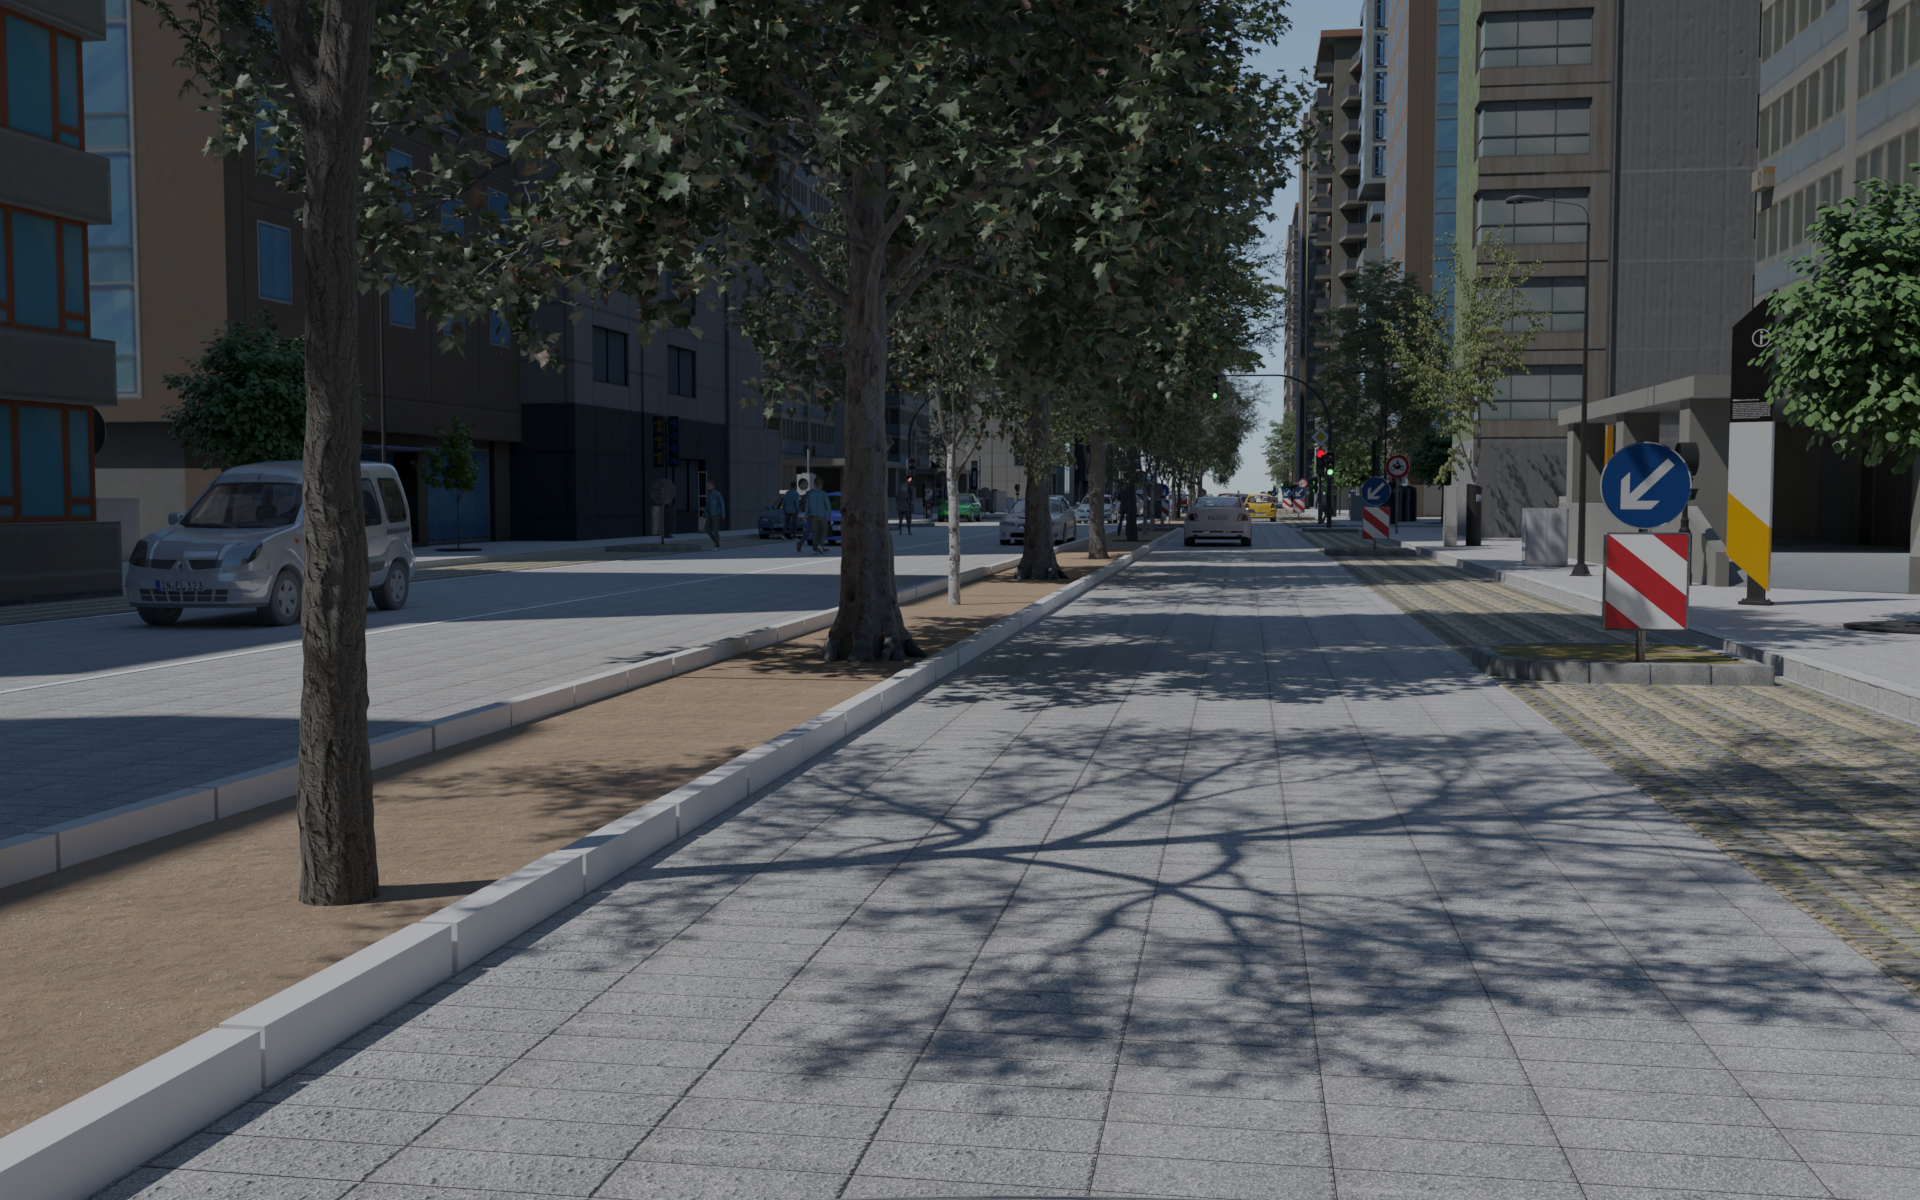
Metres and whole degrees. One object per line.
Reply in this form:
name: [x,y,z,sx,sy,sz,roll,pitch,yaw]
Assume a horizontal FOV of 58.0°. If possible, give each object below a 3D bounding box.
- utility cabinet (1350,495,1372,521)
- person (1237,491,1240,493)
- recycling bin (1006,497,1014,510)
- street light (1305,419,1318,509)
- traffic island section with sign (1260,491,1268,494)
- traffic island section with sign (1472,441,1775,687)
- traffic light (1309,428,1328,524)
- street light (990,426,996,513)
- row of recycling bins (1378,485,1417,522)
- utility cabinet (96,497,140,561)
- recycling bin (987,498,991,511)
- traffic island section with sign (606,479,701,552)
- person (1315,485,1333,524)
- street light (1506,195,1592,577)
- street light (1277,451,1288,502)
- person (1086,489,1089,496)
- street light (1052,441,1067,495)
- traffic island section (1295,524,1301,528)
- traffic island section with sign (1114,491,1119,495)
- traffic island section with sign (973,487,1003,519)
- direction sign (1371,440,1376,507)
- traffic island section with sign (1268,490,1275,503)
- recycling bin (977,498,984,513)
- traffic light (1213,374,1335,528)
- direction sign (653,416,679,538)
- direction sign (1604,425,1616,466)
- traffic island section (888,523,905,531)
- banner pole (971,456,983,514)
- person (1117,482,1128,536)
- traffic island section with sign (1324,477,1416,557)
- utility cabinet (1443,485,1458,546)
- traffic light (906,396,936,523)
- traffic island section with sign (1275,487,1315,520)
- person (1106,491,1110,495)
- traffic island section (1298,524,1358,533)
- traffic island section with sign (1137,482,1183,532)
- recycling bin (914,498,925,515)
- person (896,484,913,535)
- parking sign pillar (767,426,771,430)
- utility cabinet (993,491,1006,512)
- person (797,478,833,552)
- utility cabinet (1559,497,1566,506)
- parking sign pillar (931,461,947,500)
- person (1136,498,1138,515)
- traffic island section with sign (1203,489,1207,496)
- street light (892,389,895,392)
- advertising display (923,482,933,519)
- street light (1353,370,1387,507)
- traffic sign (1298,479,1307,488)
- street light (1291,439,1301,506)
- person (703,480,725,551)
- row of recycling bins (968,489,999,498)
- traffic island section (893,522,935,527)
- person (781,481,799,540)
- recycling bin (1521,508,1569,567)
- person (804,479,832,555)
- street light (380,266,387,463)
utility cabinet: [19.214,-4.391,82.948,1.020,1.237,0.306,0,4,2]
person: [31.288,-11.402,194.864,0.705,1.831,1.348,0,4,4]
recycling bin: [3.930,-7.858,141.026,0.722,1.027,0.722,3,5,44]
street light: [22.352,-8.274,107.816,1.470,5.913,1.316,1,4,9]
traffic island section with sign: [31.109,-10.006,172.225,1.989,1.847,2.006,1,4,9]
traffic island section with sign: [5.204,-0.322,13.891,1.989,1.847,2.006,1,4,9]
traffic light: [15.226,-5.162,73.318,0.839,4.253,0.868,1,4,9]
street light: [2.660,-8.713,115.004,1.470,5.913,1.316,1,4,9]
row of recycling bins: [20.260,-4.479,80.351,1.069,1.692,3.534,2,4,34]
utility cabinet: [-16.166,-1.335,32.986,0.306,1.237,1.020,2,4,28]
recycling bin: [2.205,-6.822,124.094,0.722,1.027,0.722,2,4,30]
traffic island section with sign: [-7.601,-2.131,43.467,1.989,1.847,2.006,1,4,9]
person: [16.079,-4.153,76.528,0.709,1.813,0.853,-1,4,-17]
street light: [9.188,-3.333,27.037,1.470,5.913,1.316,1,4,9]
street light: [34.898,-12.978,184.732,1.470,5.913,1.316,1,4,9]
person: [8.453,-6.395,113.291,0.478,1.798,0.641,1,4,23]
street light: [8.659,-10.969,151.876,1.470,5.913,1.316,1,4,9]
traffic island section: [15.264,-3.128,73.425,2.009,0.180,2.903,1,4,9]
traffic island section with sign: [18.266,-11.805,201.640,1.989,1.847,2.006,1,4,9]
traffic island section with sign: [1.425,-5.508,98.686,1.989,1.847,2.006,1,4,9]
direction sign: [17.560,-4.988,73.548,0.379,3.537,0.876,1,4,23]
traffic island section with sign: [23.002,-6.976,122.681,1.989,1.847,2.006,1,4,9]
recycling bin: [1.146,-6.476,118.434,0.722,1.027,0.722,-3,5,-44]
traffic light: [11.858,-5.564,65.633,4.771,5.953,1.251,1,4,9]
direction sign: [-8.532,-3.568,50.331,0.876,3.537,0.379,2,4,24]
direction sign: [18.124,-3.451,48.416,0.876,3.537,0.379,1,4,13]
traffic island section: [-3.534,-2.821,68.403,2.009,0.180,2.903,1,4,9]
banner pole: [1.099,-7.589,114.098,0.863,3.779,0.401,1,4,23]
person: [5.661,-3.113,59.207,0.655,1.846,0.447,2,4,30]
traffic island section with sign: [9.550,-1.949,40.495,1.989,1.847,2.006,1,4,9]
utility cabinet: [12.039,-2.073,42.567,0.318,1.500,1.173,1,4,14]
traffic light: [-0.128,-6.188,75.840,4.771,5.953,1.251,1,4,9]
traffic island section with sign: [18.540,-5.309,95.428,1.989,1.847,2.006,1,4,9]
person: [16.079,-10.945,188.129,1.217,1.739,0.721,0,4,-5]
traffic island section: [13.975,-2.646,65.545,2.009,0.180,2.903,1,4,9]
traffic island section with sign: [7.450,-3.591,66.851,2.006,1.907,1.989,1,4,9]
recycling bin: [-2.488,-5.883,108.737,0.722,1.027,0.722,1,4,9]
person: [-1.971,-3.172,60.542,0.537,1.800,0.526,2,4,32]
parking sign pillar: [-7.841,-4.892,68.451,1.447,3.967,1.447,1,4,12]
utility cabinet: [2.793,-6.971,122.657,0.318,1.500,1.173,3,4,37]
person: [-3.575,-2.082,42.499,0.822,1.834,0.622,2,4,27]
utility cabinet: [15.296,-1.937,42.824,1.020,1.237,0.306,-2,4,-25]
parking sign pillar: [-1.479,-9.487,143.583,1.447,3.967,1.447,2,4,31]
person: [10.533,-5.580,104.754,0.505,1.210,0.382,3,5,44]
traffic island section with sign: [20.777,-8.574,148.317,2.006,1.907,1.989,1,4,9]
street light: [-3.564,-6.372,76.724,1.470,5.913,1.316,1,4,9]
advertising display: [-1.690,-5.259,91.205,0.123,1.923,0.974,2,4,27]
street light: [15.440,-5.661,65.103,1.470,5.913,1.316,1,4,9]
traffic sign: [28.682,-8.859,144.957,0.768,2.556,0.104,1,4,17]
street light: [28.772,-10.659,146.819,1.470,5.913,1.316,1,4,9]
person: [-6.181,-2.125,43.591,0.444,1.785,0.601,-3,5,-41]
row of recycling bins: [1.623,-7.909,136.424,3.534,1.692,1.069,-3,4,-36]
traffic island section: [-2.245,-3.303,76.284,2.009,0.180,2.903,1,4,9]
person: [-5.216,-2.730,53.161,0.660,1.820,0.620,2,4,28]
recycling bin: [10.421,-1.119,30.857,0.722,1.027,0.722,1,4,12]
person: [-3.350,-1.961,40.902,0.601,1.785,0.444,1,4,13]
street light: [-10.626,-3.724,33.428,1.470,5.913,1.316,1,4,9]
